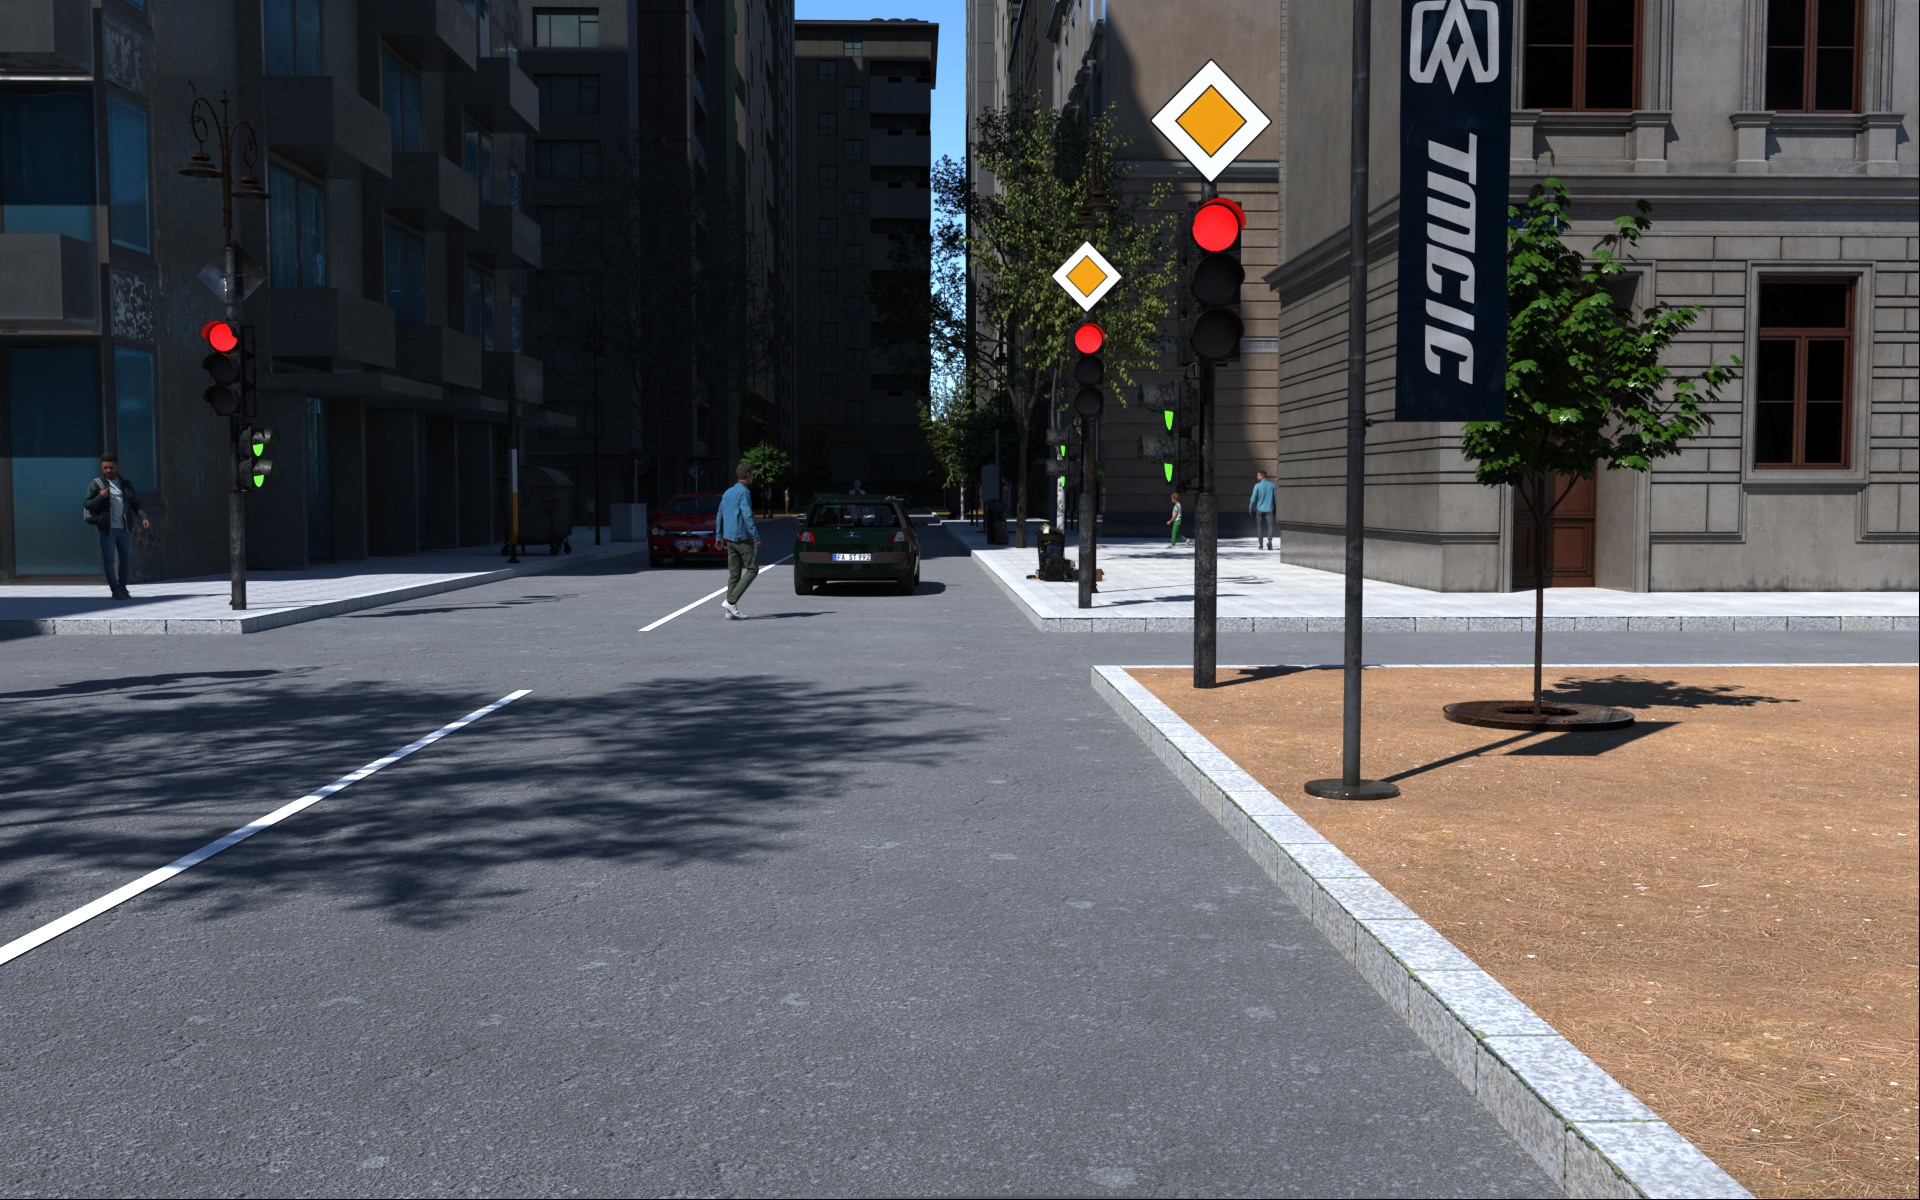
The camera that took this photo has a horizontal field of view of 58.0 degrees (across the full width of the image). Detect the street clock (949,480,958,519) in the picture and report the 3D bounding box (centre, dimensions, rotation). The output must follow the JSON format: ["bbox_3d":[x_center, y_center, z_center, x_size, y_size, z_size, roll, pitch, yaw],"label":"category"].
[{"bbox_3d":[-0.325,-5.216,89.849,0.358,2.002,0.471,-3,4,-36],"label":"street clock"}]

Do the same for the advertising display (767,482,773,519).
[{"bbox_3d":[-9.901,-5.212,90.425,0.123,1.923,0.974,-1,4,-18],"label":"advertising display"}]

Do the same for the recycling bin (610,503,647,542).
[{"bbox_3d":[-8.959,-2.096,46.828,0.722,1.027,0.722,1,4,23],"label":"recycling bin"}]

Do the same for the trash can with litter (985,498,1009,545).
[{"bbox_3d":[1.030,-2.006,44.179,0.624,1.170,1.055,-1,4,-16],"label":"trash can with litter"}]

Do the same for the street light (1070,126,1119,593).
[{"bbox_3d":[1.710,-3.026,22.269,0.468,5.910,1.993,0,4,-2],"label":"street light"}]

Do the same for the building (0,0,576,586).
[{"bbox_3d":[-21.681,-25.421,35.238,23.786,49.044,30.456,0,4,-2],"label":"building"}]

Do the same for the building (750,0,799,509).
[{"bbox_3d":[-25.711,-43.904,156.087,20.611,71.187,20.563,0,4,-2],"label":"building"}]

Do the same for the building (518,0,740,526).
[{"bbox_3d":[-17.203,-23.859,73.690,14.154,41.232,14.086,0,4,-2],"label":"building"}]

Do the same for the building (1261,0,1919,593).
[{"bbox_3d":[15.858,-11.674,27.022,21.152,22.565,11.583,0,4,-2],"label":"building"}]

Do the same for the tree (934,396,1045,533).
[{"bbox_3d":[1.152,-4.517,57.563,4.285,4.588,4.351,0,3,0],"label":"tree"}]

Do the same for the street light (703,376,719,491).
[{"bbox_3d":[-9.753,-5.818,67.916,0.468,5.910,1.993,0,4,-2],"label":"street light"}]

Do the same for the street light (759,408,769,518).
[{"bbox_3d":[-10.378,-7.280,91.812,0.468,5.910,1.993,0,4,-2],"label":"street light"}]

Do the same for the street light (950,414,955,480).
[{"bbox_3d":[-0.306,-7.421,94.126,0.468,5.910,1.993,0,4,-2],"label":"street light"}]

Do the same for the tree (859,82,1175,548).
[{"bbox_3d":[1.279,-6.484,40.425,8.767,10.594,7.601,2,4,25],"label":"tree"}]

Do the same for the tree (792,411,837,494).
[{"bbox_3d":[-12.928,-12.453,153.969,4.360,8.622,3.978,0,3,0],"label":"tree"}]

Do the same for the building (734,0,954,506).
[{"bbox_3d":[-14.124,-37.006,194.290,27.495,52.752,28.713,0,4,-2],"label":"building"}]

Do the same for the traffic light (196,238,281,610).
[{"bbox_3d":[-7.972,-1.844,19.078,0.839,4.253,0.868,0,4,-2],"label":"traffic light"}]

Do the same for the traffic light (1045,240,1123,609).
[{"bbox_3d":[1.386,-1.861,19.349,0.839,4.253,0.868,0,4,-2],"label":"traffic light"}]

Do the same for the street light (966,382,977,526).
[{"bbox_3d":[0.489,-5.975,70.480,0.468,5.910,1.993,0,4,-2],"label":"street light"}]

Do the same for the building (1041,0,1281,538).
[{"bbox_3d":[10.132,-16.758,59.892,13.634,28.700,20.117,0,4,-2],"label":"building"}]

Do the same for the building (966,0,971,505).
[{"bbox_3d":[11.107,-45.996,190.291,20.611,71.187,20.563,0,4,-2],"label":"building"}]

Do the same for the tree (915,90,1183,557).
[{"bbox_3d":[2.142,-5.022,32.473,4.737,8.622,4.395,0,3,0],"label":"tree"}]

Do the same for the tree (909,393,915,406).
[{"bbox_3d":[-0.125,-8.107,82.919,4.737,8.622,4.395,0,3,0],"label":"tree"}]

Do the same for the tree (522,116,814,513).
[{"bbox_3d":[-10.071,-8.997,57.468,12.009,13.543,11.850,0,3,0],"label":"tree"}]

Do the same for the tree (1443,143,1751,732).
[{"bbox_3d":[3.187,-0.920,9.643,1.663,3.219,1.824,0,3,0],"label":"tree"}]

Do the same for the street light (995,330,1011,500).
[{"bbox_3d":[1.102,-4.529,46.829,0.468,5.910,1.993,0,4,-2],"label":"street light"}]

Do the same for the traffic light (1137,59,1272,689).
[{"bbox_3d":[1.604,-1.373,11.367,0.839,4.253,0.868,0,4,-2],"label":"traffic light"}]

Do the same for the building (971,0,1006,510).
[{"bbox_3d":[11.480,-37.318,152.153,21.231,58.520,28.212,0,4,-2],"label":"building"}]

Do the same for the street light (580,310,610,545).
[{"bbox_3d":[-9.149,-4.329,43.567,0.468,5.910,1.993,0,4,-2],"label":"street light"}]

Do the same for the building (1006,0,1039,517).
[{"bbox_3d":[9.706,-20.326,104.032,14.160,30.474,14.107,0,4,-2],"label":"building"}]

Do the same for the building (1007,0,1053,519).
[{"bbox_3d":[9.964,-17.690,82.743,14.314,27.812,24.014,0,4,-2],"label":"building"}]

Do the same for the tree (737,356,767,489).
[{"bbox_3d":[-11.445,-8.299,86.050,4.360,8.622,3.978,0,3,0],"label":"tree"}]

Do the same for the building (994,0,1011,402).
[{"bbox_3d":[16.479,-32.747,124.653,28.713,52.752,27.495,0,4,-2],"label":"building"}]

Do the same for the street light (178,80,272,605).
[{"bbox_3d":[-8.386,-2.883,19.920,0.468,5.910,1.993,0,4,-2],"label":"street light"}]
